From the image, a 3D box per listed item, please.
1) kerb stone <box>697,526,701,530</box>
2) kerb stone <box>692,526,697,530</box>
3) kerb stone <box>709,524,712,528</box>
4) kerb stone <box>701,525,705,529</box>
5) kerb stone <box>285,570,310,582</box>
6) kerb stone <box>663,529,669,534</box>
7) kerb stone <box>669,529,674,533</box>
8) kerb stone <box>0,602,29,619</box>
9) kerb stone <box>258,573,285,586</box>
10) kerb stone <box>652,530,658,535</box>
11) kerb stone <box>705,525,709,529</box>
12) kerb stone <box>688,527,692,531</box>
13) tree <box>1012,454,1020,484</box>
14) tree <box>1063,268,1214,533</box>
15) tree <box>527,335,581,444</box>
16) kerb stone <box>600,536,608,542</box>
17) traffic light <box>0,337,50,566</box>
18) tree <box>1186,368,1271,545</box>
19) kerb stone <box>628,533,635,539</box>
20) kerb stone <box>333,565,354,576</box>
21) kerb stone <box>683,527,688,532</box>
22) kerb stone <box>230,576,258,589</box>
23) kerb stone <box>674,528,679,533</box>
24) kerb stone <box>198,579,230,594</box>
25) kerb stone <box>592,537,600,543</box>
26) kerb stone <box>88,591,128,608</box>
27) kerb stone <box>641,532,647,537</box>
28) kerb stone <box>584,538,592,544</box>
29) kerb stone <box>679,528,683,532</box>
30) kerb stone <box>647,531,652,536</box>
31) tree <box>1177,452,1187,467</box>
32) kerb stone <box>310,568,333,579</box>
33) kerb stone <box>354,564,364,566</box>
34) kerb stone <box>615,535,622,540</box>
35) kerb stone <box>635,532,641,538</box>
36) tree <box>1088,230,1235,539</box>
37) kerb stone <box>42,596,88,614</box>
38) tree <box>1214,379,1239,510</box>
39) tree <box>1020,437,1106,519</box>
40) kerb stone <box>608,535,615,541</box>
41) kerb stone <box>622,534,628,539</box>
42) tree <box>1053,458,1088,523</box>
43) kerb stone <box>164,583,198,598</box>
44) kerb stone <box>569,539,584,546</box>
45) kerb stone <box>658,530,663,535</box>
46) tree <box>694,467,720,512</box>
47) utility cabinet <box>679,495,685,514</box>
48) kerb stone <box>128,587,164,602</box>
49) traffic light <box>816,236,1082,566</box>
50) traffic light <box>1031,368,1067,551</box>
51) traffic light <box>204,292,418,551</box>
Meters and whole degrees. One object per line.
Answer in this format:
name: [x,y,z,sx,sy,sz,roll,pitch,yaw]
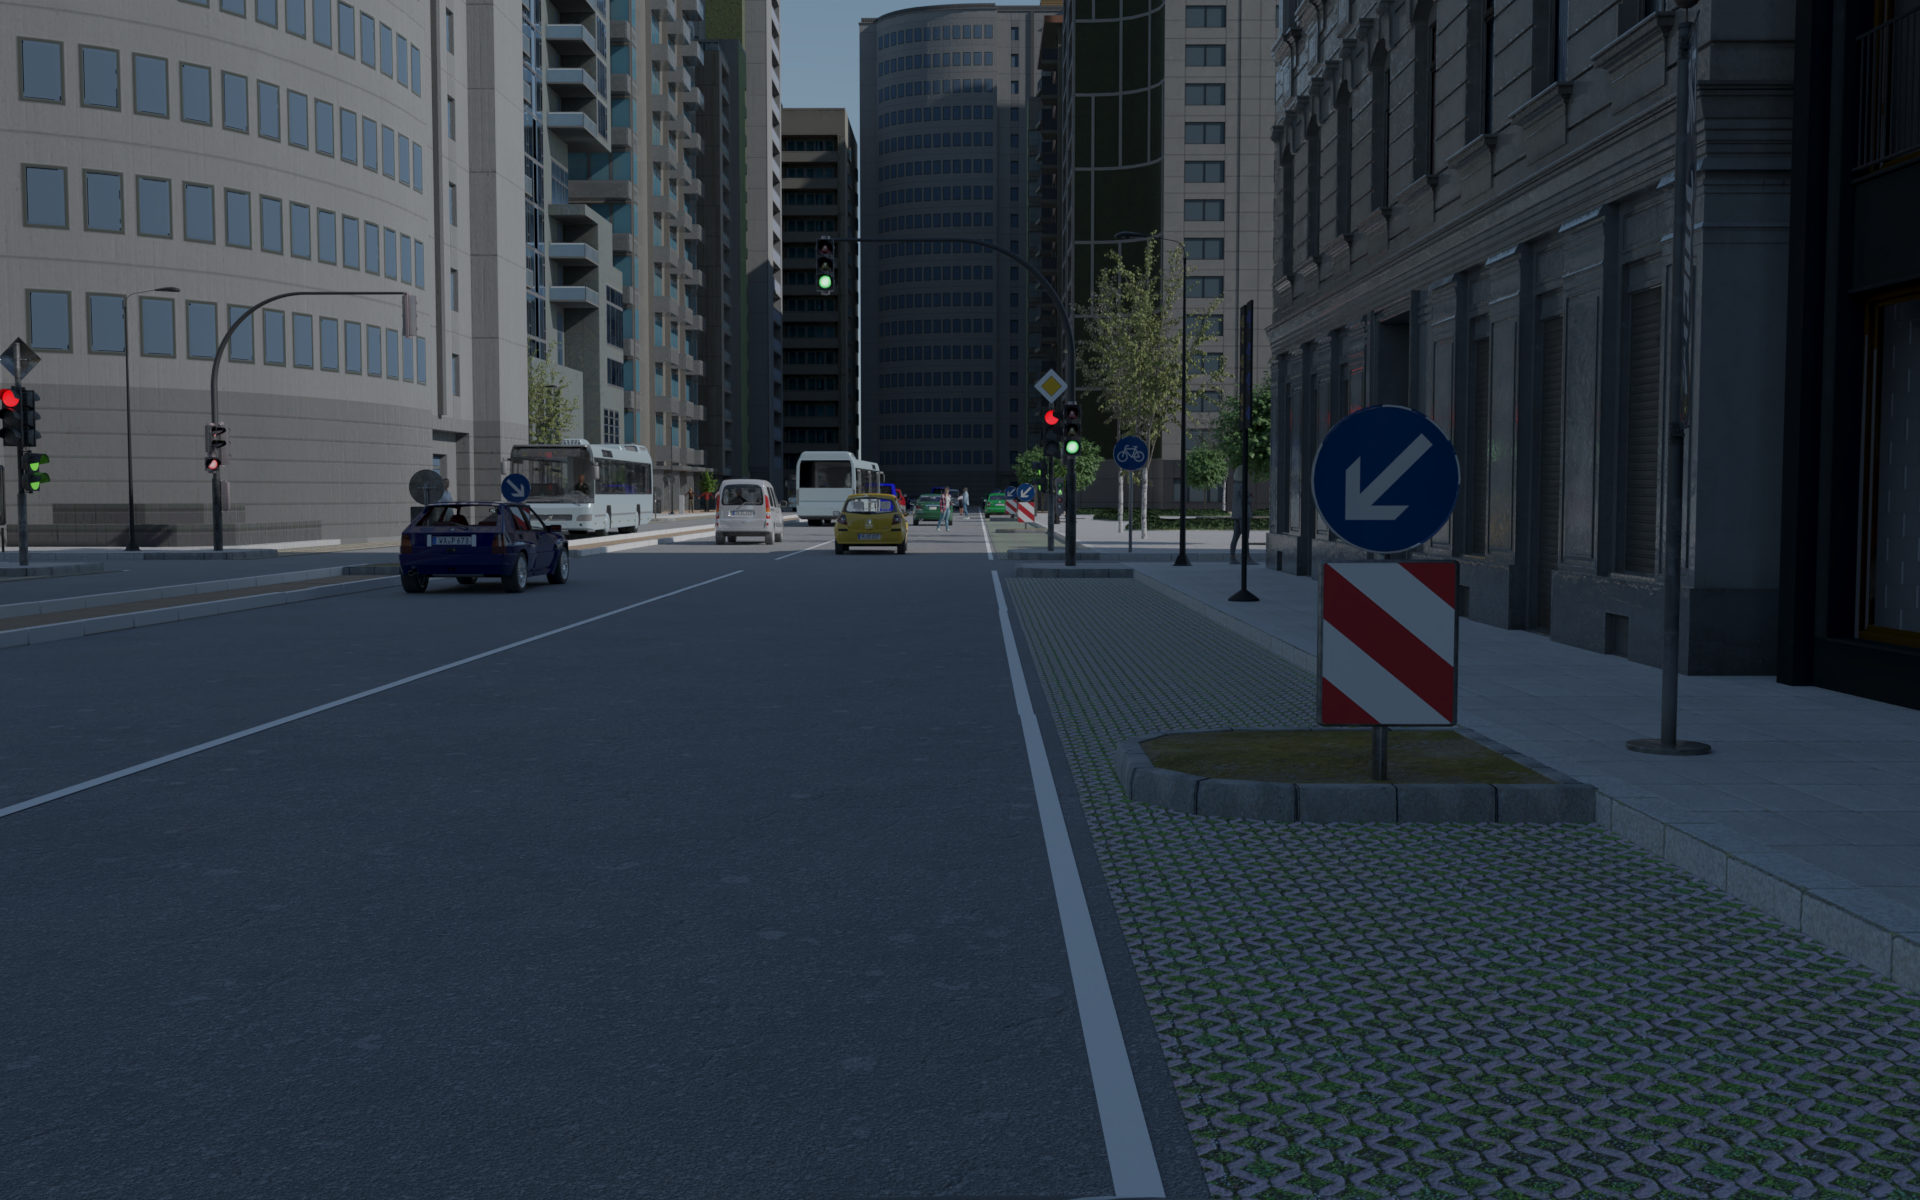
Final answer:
kerb stone: [-10.543,-2.852,68.830,0.120,0.150,1.000,0,4,1]
kerb stone: [-10.547,-2.785,67.791,0.120,0.150,1.000,0,4,1]
kerb stone: [-10.516,-3.040,71.897,0.120,0.150,1.000,0,4,1]
kerb stone: [-10.532,-2.915,69.852,0.120,0.150,1.000,0,4,1]
kerb stone: [-10.912,-0.372,28.273,0.120,0.150,1.000,0,4,1]
kerb stone: [-10.612,-2.413,61.640,0.120,0.150,1.000,0,4,1]
kerb stone: [-10.594,-2.475,62.669,0.120,0.150,1.000,0,4,1]
kerb stone: [-11.001,0.130,20.076,0.120,0.150,1.000,0,4,1]
kerb stone: [-10.917,-0.309,27.251,0.120,0.150,1.000,0,4,1]
kerb stone: [-10.628,-2.287,59.592,0.120,0.150,1.000,0,4,1]
kerb stone: [-10.518,-2.973,70.875,0.120,0.150,1.000,0,4,1]
kerb stone: [-10.561,-2.723,66.769,0.120,0.150,1.000,0,4,1]
tree: [5.065,-8.080,115.820,4.285,4.588,4.351,0,3,0]
tree: [5.544,-6.523,57.008,4.360,8.622,3.978,0,3,0]
tree: [-18.989,-7.790,77.726,4.737,8.622,4.395,0,3,0]
kerb stone: [-10.701,-1.785,51.389,0.120,0.150,1.000,0,4,1]
traffic light: [-16.809,-2.574,31.013,0.839,4.253,0.868,0,4,1]
tree: [8.018,-3.684,43.951,4.285,4.588,4.351,0,3,0]
kerb stone: [-10.660,-2.032,55.494,0.120,0.150,1.000,0,4,1]
kerb stone: [-10.895,-0.497,30.323,0.120,0.150,1.000,0,4,1]
kerb stone: [-10.568,-2.662,65.746,0.120,0.150,1.000,0,4,1]
kerb stone: [-10.935,-0.245,26.229,0.120,0.150,1.000,0,4,1]
kerb stone: [-10.584,-2.538,63.697,0.120,0.150,1.000,0,4,1]
kerb stone: [-10.942,-0.184,25.199,0.120,0.150,1.000,0,4,1]
kerb stone: [-10.711,-1.723,50.366,0.120,0.150,1.000,0,4,1]
kerb stone: [-10.970,0.005,22.123,0.120,0.150,1.000,0,4,1]
kerb stone: [-10.646,-2.159,57.544,0.120,0.150,1.000,0,4,1]
kerb stone: [-10.724,-1.660,49.344,0.120,0.150,1.000,0,4,1]
kerb stone: [-10.582,-2.601,64.719,0.120,0.150,1.000,0,4,1]
kerb stone: [-10.643,-2.225,58.566,0.120,0.150,1.000,0,4,1]
tree: [14.913,-7.480,106.018,4.285,4.588,4.351,0,3,0]
kerb stone: [-10.905,-0.435,29.301,0.120,0.150,1.000,0,4,1]
kerb stone: [-10.886,-0.559,31.346,0.120,0.150,1.000,0,4,1]
kerb stone: [-10.686,-1.911,53.442,0.120,0.150,1.000,0,4,1]
kerb stone: [-10.654,-2.099,56.518,0.120,0.150,1.000,0,4,1]
tree: [5.460,-6.062,49.473,4.737,8.622,4.395,0,3,0]
kerb stone: [-10.979,0.069,21.101,0.120,0.150,1.000,0,4,1]
tree: [16.798,-9.815,110.834,4.360,8.622,3.978,0,3,0]
tree: [5.864,-6.465,89.410,4.285,4.588,4.351,0,3,0]
kerb stone: [-10.693,-1.849,52.420,0.120,0.150,1.000,0,4,1]
kerb stone: [-10.682,-1.974,54.464,0.120,0.150,1.000,0,4,1]
tree: [4.946,-5.128,78.442,1.663,3.219,1.824,0,3,0]
kerb stone: [-10.958,-0.121,24.172,0.120,0.150,1.000,0,4,1]
kerb stone: [-10.733,-1.596,48.322,0.120,0.150,1.000,0,4,1]
kerb stone: [-10.626,-2.350,60.615,0.120,0.150,1.000,0,4,1]
tree: [-18.005,-7.884,123.504,1.663,3.219,1.824,0,3,0]
utility cabinet: [-17.940,-6.150,111.721,0.306,1.237,1.020,0,4,-5]
kerb stone: [-10.969,-0.056,23.145,0.120,0.150,1.000,0,4,1]
traffic light: [-0.141,-3.429,30.735,4.771,5.953,1.251,0,4,1]
traffic light: [2.025,-3.053,38.841,0.839,4.253,0.868,0,4,1]
traffic light: [-14.643,-3.936,39.014,4.771,5.953,1.251,0,4,1]
